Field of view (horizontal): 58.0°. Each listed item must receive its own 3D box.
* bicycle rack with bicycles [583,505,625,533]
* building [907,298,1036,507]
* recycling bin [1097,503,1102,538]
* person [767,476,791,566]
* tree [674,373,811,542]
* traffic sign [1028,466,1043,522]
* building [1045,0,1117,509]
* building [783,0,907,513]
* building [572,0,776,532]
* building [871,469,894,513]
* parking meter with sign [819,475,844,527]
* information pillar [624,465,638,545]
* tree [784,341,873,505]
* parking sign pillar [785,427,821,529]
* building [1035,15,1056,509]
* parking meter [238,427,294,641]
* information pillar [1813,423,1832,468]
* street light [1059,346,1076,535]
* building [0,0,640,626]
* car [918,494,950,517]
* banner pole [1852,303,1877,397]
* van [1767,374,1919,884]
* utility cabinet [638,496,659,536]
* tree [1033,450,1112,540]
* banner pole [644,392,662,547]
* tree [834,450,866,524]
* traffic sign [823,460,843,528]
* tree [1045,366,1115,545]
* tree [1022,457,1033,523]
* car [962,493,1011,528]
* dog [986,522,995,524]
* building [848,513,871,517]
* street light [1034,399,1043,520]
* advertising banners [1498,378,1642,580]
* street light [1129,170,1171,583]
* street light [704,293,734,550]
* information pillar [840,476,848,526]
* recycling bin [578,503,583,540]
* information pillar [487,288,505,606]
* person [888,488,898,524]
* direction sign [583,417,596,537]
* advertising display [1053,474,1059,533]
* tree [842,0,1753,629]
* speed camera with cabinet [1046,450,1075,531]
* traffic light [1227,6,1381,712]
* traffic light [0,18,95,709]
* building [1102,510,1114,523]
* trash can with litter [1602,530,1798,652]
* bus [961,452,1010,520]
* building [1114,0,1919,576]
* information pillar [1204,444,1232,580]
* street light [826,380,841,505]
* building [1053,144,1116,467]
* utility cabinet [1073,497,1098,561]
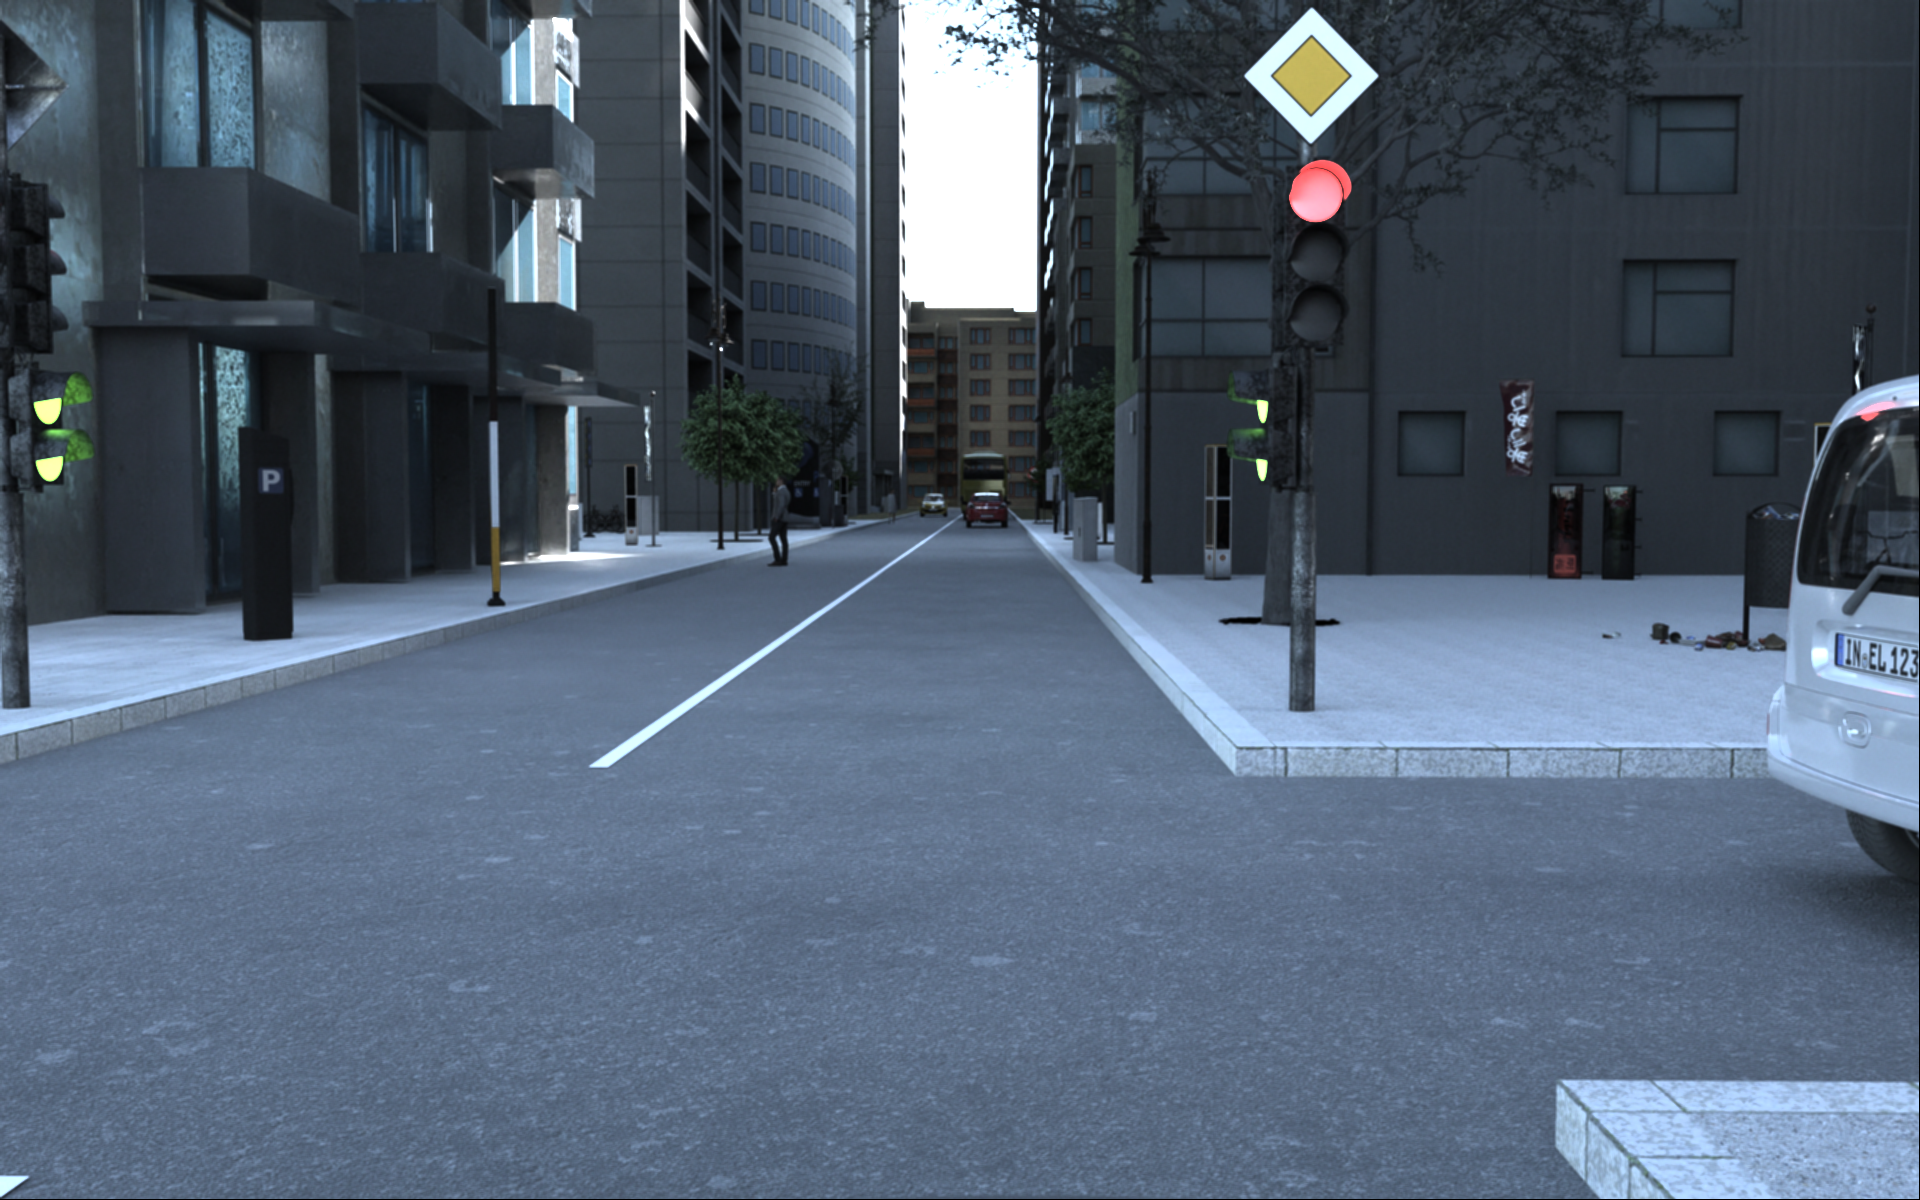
[{"bbox_3d":[-11.699,-2.667,56.988,2.925,0.926,2.852,0,4,-6],"label":"bicycle rack with bicycles"},{"bbox_3d":[-5.439,-20.720,183.812,28.899,21.520,27.650,0,4,1],"label":"building"},{"bbox_3d":[3.810,-2.366,51.241,0.722,1.027,0.722,1,4,13],"label":"recycling bin"},{"bbox_3d":[-3.620,-1.587,34.630,0.473,1.802,0.592,1,4,23],"label":"person"},{"bbox_3d":[-6.035,-3.858,46.797,4.285,4.588,4.351,0,3,0],"label":"tree"},{"bbox_3d":[3.399,-4.724,77.341,0.768,2.556,0.104,0,4,4],"label":"traffic sign"},{"bbox_3d":[17.746,-31.191,129.582,23.786,49.044,30.456,0,4,1],"label":"building"},{"bbox_3d":[-18.838,-37.136,149.177,28.212,58.520,21.231,0,4,1],"label":"building"},{"bbox_3d":[-17.137,-38.464,67.144,20.563,71.187,20.611,0,4,1],"label":"building"},{"bbox_3d":[-21.277,-26.551,125.992,32.217,40.220,23.993,0,4,1],"label":"building"},{"bbox_3d":[-5.379,-4.362,67.585,1.738,3.016,0.543,1,4,17],"label":"parking meter with sign"},{"bbox_3d":[-8.253,-2.386,43.501,0.304,2.012,0.304,0,4,-8],"label":"information pillar"},{"bbox_3d":[-6.037,-8.096,82.731,4.360,8.622,3.978,0,3,0],"label":"tree"},{"bbox_3d":[-5.805,-4.578,63.317,1.447,3.967,1.447,2,4,27],"label":"parking sign pillar"},{"bbox_3d":[13.743,-30.700,152.060,14.600,45.320,14.200,0,4,1],"label":"building"},{"bbox_3d":[-6.107,-0.585,15.273,0.255,1.863,0.399,3,5,45],"label":"parking meter"},{"bbox_3d":[9.035,-0.821,17.918,0.304,2.012,0.304,-2,4,-34],"label":"information pillar"},{"bbox_3d":[3.345,-4.985,54.298,0.468,5.910,1.993,0,4,1],"label":"street light"},{"bbox_3d":[-18.418,-24.798,25.054,23.786,49.044,30.456,0,4,1],"label":"building"},{"bbox_3d":[-1.666,-6.123,110.327,2.015,1.641,3.980,0,4,1],"label":"car"},{"bbox_3d":[11.805,-1.999,22.695,0.863,3.779,0.401,-3,5,-44],"label":"banner pole"},{"bbox_3d":[4.950,0.085,5.629,4.112,2.044,2.013,0,4,1],"label":"van"},{"bbox_3d":[-9.778,-2.616,53.932,0.306,1.237,1.020,2,4,24],"label":"utility cabinet"},{"bbox_3d":[3.355,-3.321,48.904,1.663,3.219,1.824,0,3,0],"label":"tree"},{"bbox_3d":[-7.619,-3.214,42.566,0.401,3.779,0.863,-2,4,-27],"label":"banner pole"},{"bbox_3d":[-5.098,-4.934,75.273,1.663,3.219,1.824,0,3,0],"label":"tree"},{"bbox_3d":[-4.746,-3.960,64.852,0.768,2.556,0.104,0,4,7],"label":"traffic sign"},{"bbox_3d":[3.798,-3.720,44.535,4.285,4.588,4.351,0,3,0],"label":"tree"},{"bbox_3d":[3.524,-4.919,75.025,1.663,3.219,1.824,0,3,0],"label":"tree"},{"bbox_3d":[1.151,-4.039,75.081,2.155,1.783,4.494,0,4,0],"label":"car"},{"bbox_3d":[1.502,-3.927,84.400,0.550,0.427,0.748,1,4,10],"label":"dog"},{"bbox_3d":[-16.621,-34.069,99.028,21.231,58.520,28.212,0,4,1],"label":"building"},{"bbox_3d":[3.809,-6.820,84.289,0.468,5.910,1.993,0,4,1],"label":"street light"},{"bbox_3d":[9.163,-1.828,26.072,2.074,3.025,0.090,1,4,20],"label":"advertising banners"},{"bbox_3d":[2.705,-3.186,24.880,0.468,5.910,1.993,0,4,1],"label":"street light"},{"bbox_3d":[-5.543,-4.108,39.955,0.468,5.910,1.993,0,4,1],"label":"street light"},{"bbox_3d":[-4.603,-3.931,68.763,0.304,2.012,0.304,0,4,0],"label":"information pillar"},{"bbox_3d":[-10.884,-2.179,48.179,0.722,1.027,0.722,-1,4,-8],"label":"recycling bin"},{"bbox_3d":[-5.375,-1.749,19.948,0.183,3.616,0.504,-1,4,-17],"label":"information pillar"},{"bbox_3d":[-3.211,-4.452,82.040,0.466,1.731,0.760,0,4,7],"label":"person"},{"bbox_3d":[-11.001,-3.626,51.290,0.379,3.537,0.876,-1,4,-23],"label":"direction sign"},{"bbox_3d":[3.170,-3.181,57.228,0.123,1.923,0.974,1,4,8],"label":"advertising display"},{"bbox_3d":[3.215,-6.494,16.551,12.009,13.543,11.850,0,3,0],"label":"tree"},{"bbox_3d":[3.514,-4.056,60.647,0.660,3.252,2.038,1,4,17],"label":"speed camera with cabinet"},{"bbox_3d":[2.009,-1.299,10.156,0.839,4.253,0.868,0,4,1],"label":"traffic light"},{"bbox_3d":[-5.651,-1.307,10.283,0.839,4.253,0.868,0,4,1],"label":"traffic light"},{"bbox_3d":[15.939,-46.183,67.765,22.319,86.520,31.000,0,4,1],"label":"building"},{"bbox_3d":[6.622,-0.225,14.743,1.678,1.210,2.233,-3,4,-37],"label":"trash can with litter"},{"bbox_3d":[1.457,-6.625,99.870,2.896,3.916,12.252,0,4,2],"label":"bus"},{"bbox_3d":[9.950,-21.366,32.930,14.154,41.232,14.086,0,4,1],"label":"building"},{"bbox_3d":[3.853,-1.306,25.840,0.304,2.012,0.304,-1,4,-22],"label":"information pillar"},{"bbox_3d":[-5.071,-5.908,69.377,0.468,5.910,1.993,0,4,1],"label":"street light"},{"bbox_3d":[19.731,-15.595,100.017,27.650,21.520,28.899,0,4,1],"label":"building"},{"bbox_3d":[2.409,-1.364,33.463,0.306,1.237,1.020,0,4,-7],"label":"utility cabinet"}]
